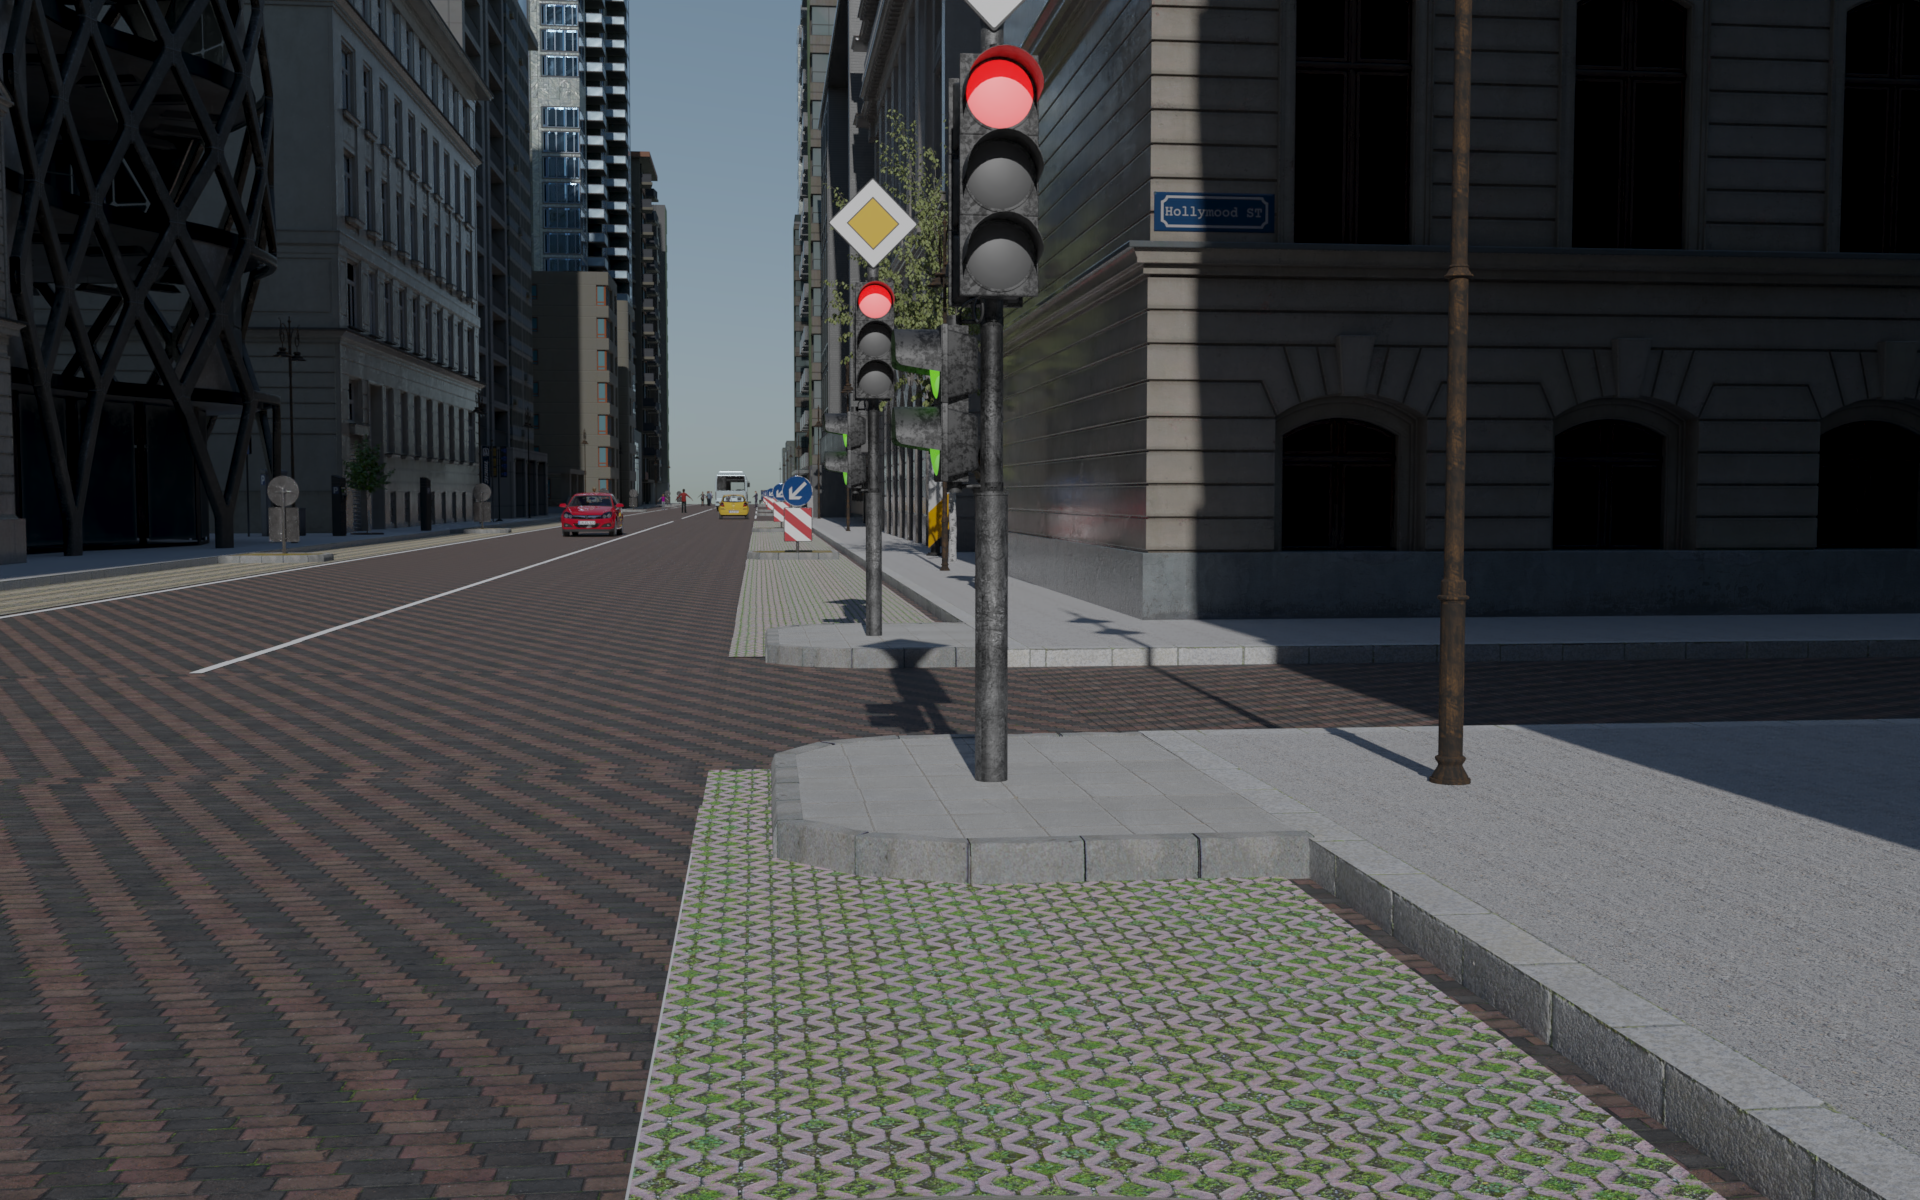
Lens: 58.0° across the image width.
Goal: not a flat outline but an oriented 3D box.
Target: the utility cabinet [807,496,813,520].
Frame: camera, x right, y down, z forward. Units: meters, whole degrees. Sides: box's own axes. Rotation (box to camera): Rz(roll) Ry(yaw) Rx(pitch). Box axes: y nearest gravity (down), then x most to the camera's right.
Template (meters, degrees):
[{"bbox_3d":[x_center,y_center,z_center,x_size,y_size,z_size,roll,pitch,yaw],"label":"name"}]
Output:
[{"bbox_3d":[-7.391,-4.550,85.546,0.306,1.237,1.020,0,4,-6],"label":"utility cabinet"}]

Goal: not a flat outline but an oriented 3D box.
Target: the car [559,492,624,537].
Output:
[{"bbox_3d":[-12.608,-3.086,59.502,2.155,1.783,4.494,0,4,-6],"label":"car"}]

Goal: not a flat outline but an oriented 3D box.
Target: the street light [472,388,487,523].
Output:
[{"bbox_3d":[-20.925,-6.283,75.511,0.468,5.910,1.993,0,4,-7],"label":"street light"}]

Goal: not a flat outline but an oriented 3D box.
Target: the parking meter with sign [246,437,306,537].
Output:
[{"bbox_3d":[-20.821,-3.447,52.618,1.738,3.016,0.543,-3,5,-45],"label":"parking meter with sign"}]

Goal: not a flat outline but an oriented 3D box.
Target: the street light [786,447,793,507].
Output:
[{"bbox_3d":[-16.214,-11.828,166.175,0.468,5.910,1.993,0,4,-7],"label":"street light"}]

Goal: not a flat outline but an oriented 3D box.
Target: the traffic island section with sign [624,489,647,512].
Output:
[{"bbox_3d":[-26.461,-8.072,140.611,1.989,1.847,2.006,0,4,-7],"label":"traffic island section with sign"}]

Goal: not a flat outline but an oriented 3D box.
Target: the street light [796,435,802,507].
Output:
[{"bbox_3d":[-12.622,-9.960,135.639,0.468,5.910,1.993,0,4,-7],"label":"street light"}]

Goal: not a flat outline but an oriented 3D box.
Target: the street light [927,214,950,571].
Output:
[{"bbox_3d":[-0.253,-3.426,28.808,0.468,5.910,1.993,0,4,-7],"label":"street light"}]

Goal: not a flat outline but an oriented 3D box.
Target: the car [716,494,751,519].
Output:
[{"bbox_3d":[-13.005,-5.461,99.515,2.015,1.641,3.980,0,4,-8],"label":"car"}]

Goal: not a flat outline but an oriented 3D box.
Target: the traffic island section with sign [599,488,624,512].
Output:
[{"bbox_3d":[-23.365,-6.435,113.834,1.989,1.847,2.006,0,4,-7],"label":"traffic island section with sign"}]

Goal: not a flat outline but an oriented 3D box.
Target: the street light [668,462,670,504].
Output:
[{"bbox_3d":[-39.251,-15.966,233.838,0.468,5.910,1.993,0,4,-7],"label":"street light"}]

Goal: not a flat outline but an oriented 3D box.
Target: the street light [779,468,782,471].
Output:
[{"bbox_3d":[-22.153,-15.002,218.065,0.468,5.910,1.993,0,4,-7],"label":"street light"}]

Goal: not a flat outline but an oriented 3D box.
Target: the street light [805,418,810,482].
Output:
[{"bbox_3d":[-9.180,-8.108,105.347,0.468,5.910,1.993,0,4,-7],"label":"street light"}]

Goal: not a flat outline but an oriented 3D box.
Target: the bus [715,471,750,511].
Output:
[{"bbox_3d":[-19.263,-9.273,146.471,2.948,3.499,13.247,0,4,-7],"label":"bus"}]

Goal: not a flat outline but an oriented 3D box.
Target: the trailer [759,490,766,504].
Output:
[{"bbox_3d":[-27.407,-14.412,242.686,1.471,1.999,3.904,0,4,-6],"label":"trailer"}]

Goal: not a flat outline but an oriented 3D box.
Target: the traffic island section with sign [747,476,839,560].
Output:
[{"bbox_3d":[-3.725,-1.822,38.422,1.989,1.847,2.006,0,4,-7],"label":"traffic island section with sign"}]

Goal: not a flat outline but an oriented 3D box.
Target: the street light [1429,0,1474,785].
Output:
[{"bbox_3d":[2.182,-2.125,7.533,0.468,5.910,1.993,0,4,-7],"label":"street light"}]

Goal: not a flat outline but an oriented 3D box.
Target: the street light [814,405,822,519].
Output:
[{"bbox_3d":[-7.341,-7.170,90.015,0.468,5.910,1.993,0,4,-7],"label":"street light"}]

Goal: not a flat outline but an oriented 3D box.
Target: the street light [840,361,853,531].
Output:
[{"bbox_3d":[-3.867,-5.317,59.726,0.468,5.910,1.993,0,4,-7],"label":"street light"}]

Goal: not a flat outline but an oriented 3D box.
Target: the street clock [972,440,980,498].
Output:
[{"bbox_3d":[0.328,-1.148,23.345,0.471,2.002,0.358,-3,5,-42],"label":"street clock"}]

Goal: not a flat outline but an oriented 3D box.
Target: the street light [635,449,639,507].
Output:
[{"bbox_3d":[-32.259,-12.257,173.186,0.468,5.910,1.993,0,4,-7],"label":"street light"}]

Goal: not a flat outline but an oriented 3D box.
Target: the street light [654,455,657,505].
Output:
[{"bbox_3d":[-35.740,-14.114,203.553,0.468,5.910,1.993,0,4,-7],"label":"street light"}]

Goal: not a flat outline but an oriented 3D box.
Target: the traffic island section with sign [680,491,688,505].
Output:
[{"bbox_3d":[-35.842,-13.018,221.464,1.989,1.847,2.006,0,4,-7],"label":"traffic island section with sign"}]

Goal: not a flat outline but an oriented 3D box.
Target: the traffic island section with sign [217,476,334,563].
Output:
[{"bbox_3d":[-14.409,-1.714,36.656,1.989,1.847,2.006,0,4,-7],"label":"traffic island section with sign"}]

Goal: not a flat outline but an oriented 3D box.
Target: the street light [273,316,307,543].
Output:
[{"bbox_3d":[-17.428,-4.427,45.170,0.468,5.910,1.993,0,4,-7],"label":"street light"}]

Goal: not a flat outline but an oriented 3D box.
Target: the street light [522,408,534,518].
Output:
[{"bbox_3d":[-22.784,-7.261,91.497,0.468,5.910,1.993,0,4,-7],"label":"street light"}]

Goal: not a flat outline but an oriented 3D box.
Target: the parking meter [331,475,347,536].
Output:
[{"bbox_3d":[-18.931,-2.881,52.815,0.399,1.863,0.255,1,4,21],"label":"parking meter"}]

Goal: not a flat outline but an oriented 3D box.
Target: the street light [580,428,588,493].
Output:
[{"bbox_3d":[-26.405,-9.127,122.013,0.468,5.910,1.993,0,4,-7],"label":"street light"}]

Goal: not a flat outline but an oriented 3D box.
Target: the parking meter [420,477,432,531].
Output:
[{"bbox_3d":[-18.641,-3.347,60.429,0.255,1.863,0.399,1,4,9],"label":"parking meter"}]

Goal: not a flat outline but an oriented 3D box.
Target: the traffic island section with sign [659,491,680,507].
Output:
[{"bbox_3d":[-32.676,-11.339,194.012,1.989,1.847,2.006,0,4,-7],"label":"traffic island section with sign"}]

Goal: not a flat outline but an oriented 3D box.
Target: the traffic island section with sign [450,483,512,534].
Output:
[{"bbox_3d":[-17.517,-3.352,63.439,1.989,1.847,2.006,0,4,-7],"label":"traffic island section with sign"}]

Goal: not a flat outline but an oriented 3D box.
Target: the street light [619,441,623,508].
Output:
[{"bbox_3d":[-29.822,-10.980,152.309,0.468,5.910,1.993,0,4,-7],"label":"street light"}]

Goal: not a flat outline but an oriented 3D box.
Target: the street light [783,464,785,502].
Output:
[{"bbox_3d":[-18.602,-13.089,186.790,0.468,5.910,1.993,0,4,-7],"label":"street light"}]
